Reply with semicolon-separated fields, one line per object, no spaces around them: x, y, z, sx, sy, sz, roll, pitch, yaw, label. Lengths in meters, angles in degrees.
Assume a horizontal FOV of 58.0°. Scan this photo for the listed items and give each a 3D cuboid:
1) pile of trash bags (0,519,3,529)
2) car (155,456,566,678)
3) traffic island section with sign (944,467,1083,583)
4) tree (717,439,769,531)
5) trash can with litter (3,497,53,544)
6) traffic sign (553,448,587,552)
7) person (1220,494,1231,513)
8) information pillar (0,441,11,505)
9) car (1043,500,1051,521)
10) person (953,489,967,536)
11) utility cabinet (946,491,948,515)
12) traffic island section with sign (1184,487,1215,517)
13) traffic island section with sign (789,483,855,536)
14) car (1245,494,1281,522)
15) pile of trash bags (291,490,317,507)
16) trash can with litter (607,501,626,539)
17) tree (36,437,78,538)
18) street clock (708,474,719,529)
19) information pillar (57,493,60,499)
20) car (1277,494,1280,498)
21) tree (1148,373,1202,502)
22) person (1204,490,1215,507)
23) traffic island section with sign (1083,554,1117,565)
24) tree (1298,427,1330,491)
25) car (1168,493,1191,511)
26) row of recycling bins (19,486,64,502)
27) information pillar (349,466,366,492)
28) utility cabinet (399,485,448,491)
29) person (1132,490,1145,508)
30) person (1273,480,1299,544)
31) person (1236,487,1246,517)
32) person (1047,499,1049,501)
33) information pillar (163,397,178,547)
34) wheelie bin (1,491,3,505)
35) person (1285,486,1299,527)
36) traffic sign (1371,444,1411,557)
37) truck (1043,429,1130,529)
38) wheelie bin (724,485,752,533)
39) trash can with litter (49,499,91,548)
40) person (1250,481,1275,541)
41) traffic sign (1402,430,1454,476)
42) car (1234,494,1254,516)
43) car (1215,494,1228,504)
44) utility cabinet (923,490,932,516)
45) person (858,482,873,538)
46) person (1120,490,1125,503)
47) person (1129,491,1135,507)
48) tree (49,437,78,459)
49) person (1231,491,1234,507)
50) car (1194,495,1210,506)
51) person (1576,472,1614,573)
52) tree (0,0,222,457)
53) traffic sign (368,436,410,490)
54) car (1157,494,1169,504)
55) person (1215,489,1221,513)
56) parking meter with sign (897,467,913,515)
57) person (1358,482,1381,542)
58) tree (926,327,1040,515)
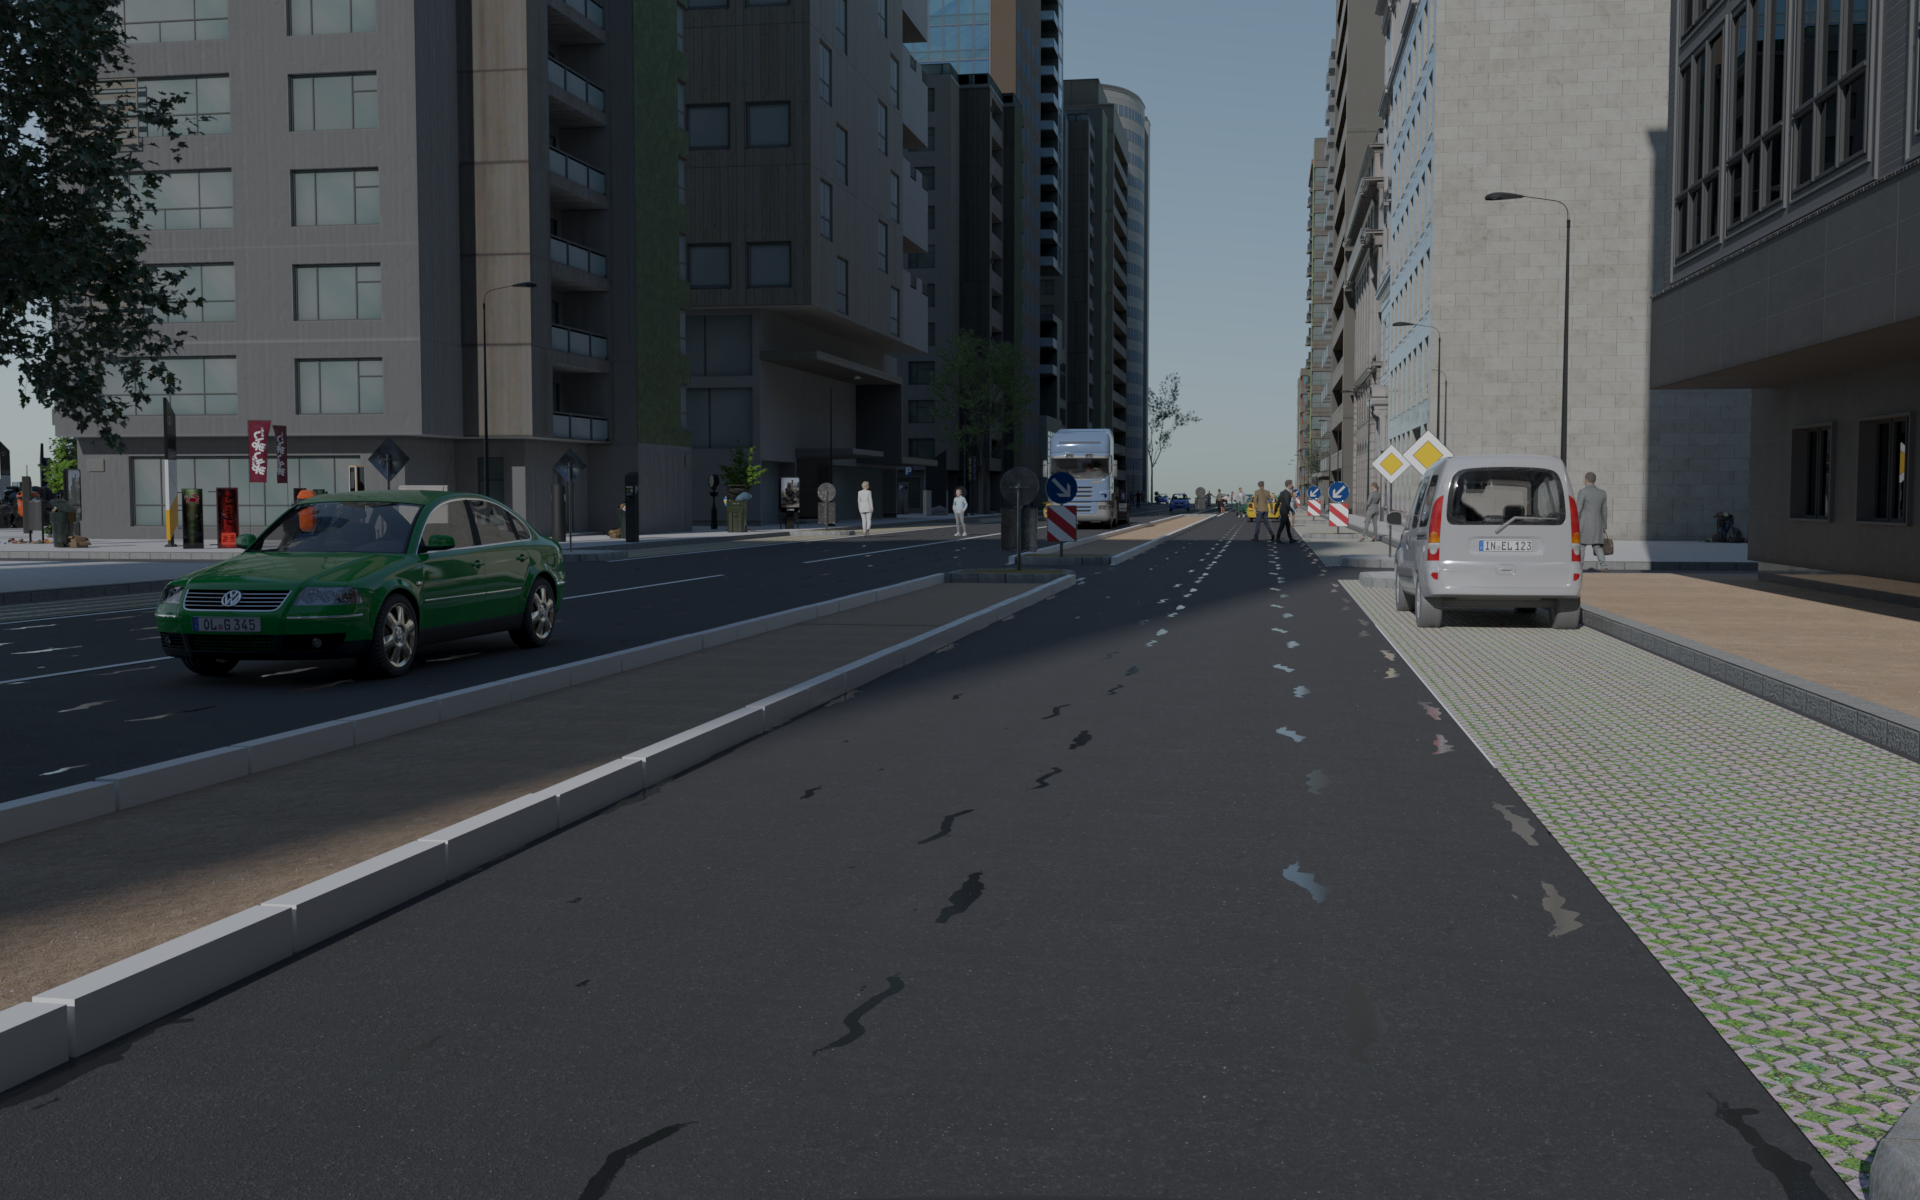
-35.571;-3.368;64.821;3.447;1.369;1.912;3;5;40;pile of trash bags
-4.999;-0.380;15.006;1.959;1.807;4.718;1;4;10;car
0.887;-1.252;28.604;2.006;1.907;1.989;1;4;10;traffic island section with sign
-7.760;-4.040;60.658;1.663;3.219;1.824;0;3;0;tree
-24.249;-2.086;45.164;2.233;1.210;1.678;2;4;27;trash can with litter
-8.568;-2.106;38.073;0.795;2.450;0.064;1;4;10;traffic sign
19.575;-7.104;127.831;0.628;1.438;0.799;3;4;36;person
-42.339;-5.227;76.813;0.183;3.616;0.504;1;4;20;information pillar
5.463;-5.013;92.182;2.015;1.641;3.980;1;4;9;car
-0.022;-3.013;59.568;0.589;1.601;0.330;3;5;41;person
-1.331;-5.967;106.234;1.173;1.500;0.318;-1;4;-21;utility cabinet
15.220;-6.224;109.901;2.006;1.907;1.989;1;4;10;traffic island section with sign
-4.714;-3.147;60.086;1.989;1.847;2.006;1;4;10;traffic island section with sign
15.653;-4.818;88.990;2.015;1.641;3.980;1;4;12;car
-35.417;-4.973;91.062;1.912;1.369;3.447;1;4;12;pile of trash bags
-9.718;-2.343;49.693;1.055;1.170;0.624;3;4;37;trash can with litter
-26.398;-3.452;51.044;1.663;3.219;1.824;0;3;0;tree
-8.956;-3.577;63.051;0.358;2.002;0.471;-2;4;-33;street clock
-49.072;-5.484;94.148;0.304;2.012;0.304;-2;4;-25;information pillar
46.308;-14.671;248.674;1.959;1.807;4.718;1;4;10;car
31.184;-25.246;268.662;12.611;20.169;13.585;0;3;0;tree
26.818;-10.878;186.380;1.348;1.821;0.705;0;4;3;person
2.183;-1.698;35.897;2.006;1.907;1.989;1;4;10;traffic island section with sign
39.347;-14.773;191.908;4.360;8.622;3.978;0;3;0;tree
18.850;-8.501;148.580;1.945;1.707;3.694;1;4;8;car
-52.963;-5.701;100.317;1.069;1.692;3.534;0;4;5;row of recycling bins
-15.607;-2.471;44.896;0.304;2.012;0.304;2;4;35;information pillar
-13.574;-2.152;43.861;1.173;1.500;0.318;-1;4;-12;utility cabinet
18.153;-10.269;176.358;1.348;1.831;0.705;0;4;5;person
9.496;-2.565;50.212;0.755;1.850;0.659;0;4;-2;person
17.324;-6.024;106.837;0.661;1.843;0.795;1;4;17;person
6.806;-7.168;126.409;0.721;1.736;1.217;-3;5;-39;person
-19.157;-3.100;42.036;0.183;3.616;0.504;0;3;0;information pillar
-38.736;-3.851;70.876;0.980;1.594;0.693;1;4;21;wheelie bin
14.511;-4.110;75.800;0.616;1.811;0.778;3;5;44;person
8.707;-1.919;35.018;0.795;2.450;0.064;1;4;10;traffic sign
5.974;-5.360;77.387;2.967;4.110;18.799;1;4;8;truck
-7.427;-3.052;57.812;0.980;1.594;0.693;0;4;4;wheelie bin
-21.220;-1.836;41.399;1.055;1.170;0.624;1;4;23;trash can with litter
9.325;-2.737;53.168;0.836;1.842;0.656;3;5;40;person
7.321;-1.438;27.153;0.795;2.450;0.064;1;4;10;traffic sign
18.928;-6.194;113.069;2.131;1.459;4.920;1;4;10;car
39.239;-15.350;259.762;1.959;1.807;4.718;1;4;9;car
-1.889;-5.625;100.642;0.318;1.500;1.173;-1;4;-11;utility cabinet
-3.088;-2.954;56.675;0.514;1.842;0.818;0;4;2;person
12.087;-7.329;129.275;0.436;1.711;0.756;2;4;29;person
18.589;-10.854;186.419;0.568;1.767;0.683;3;5;44;person
-36.649;-5.486;73.417;4.285;4.588;4.351;0;3;0;tree
29.841;-11.090;190.538;0.721;1.743;1.217;0;4;4;person
29.480;-12.098;210.168;2.083;1.381;4.827;1;4;11;car
10.852;-1.299;29.840;0.694;1.812;0.767;-1;4;-16;person
-14.132;-6.391;21.493;9.611;12.733;9.660;0;3;0;tree
-9.954;-1.625;30.208;0.795;2.450;0.064;1;4;10;traffic sign
29.666;-14.947;253.967;1.945;1.707;3.694;1;4;12;car
19.690;-7.541;131.797;0.705;1.823;1.348;0;4;-4;person
-3.591;-6.909;109.229;0.543;3.016;1.738;2;4;24;parking meter with sign
12.186;-2.616;51.552;0.573;1.790;0.520;3;4;36;person
1.412;-11.197;108.822;9.928;11.665;9.643;0;3;0;tree
